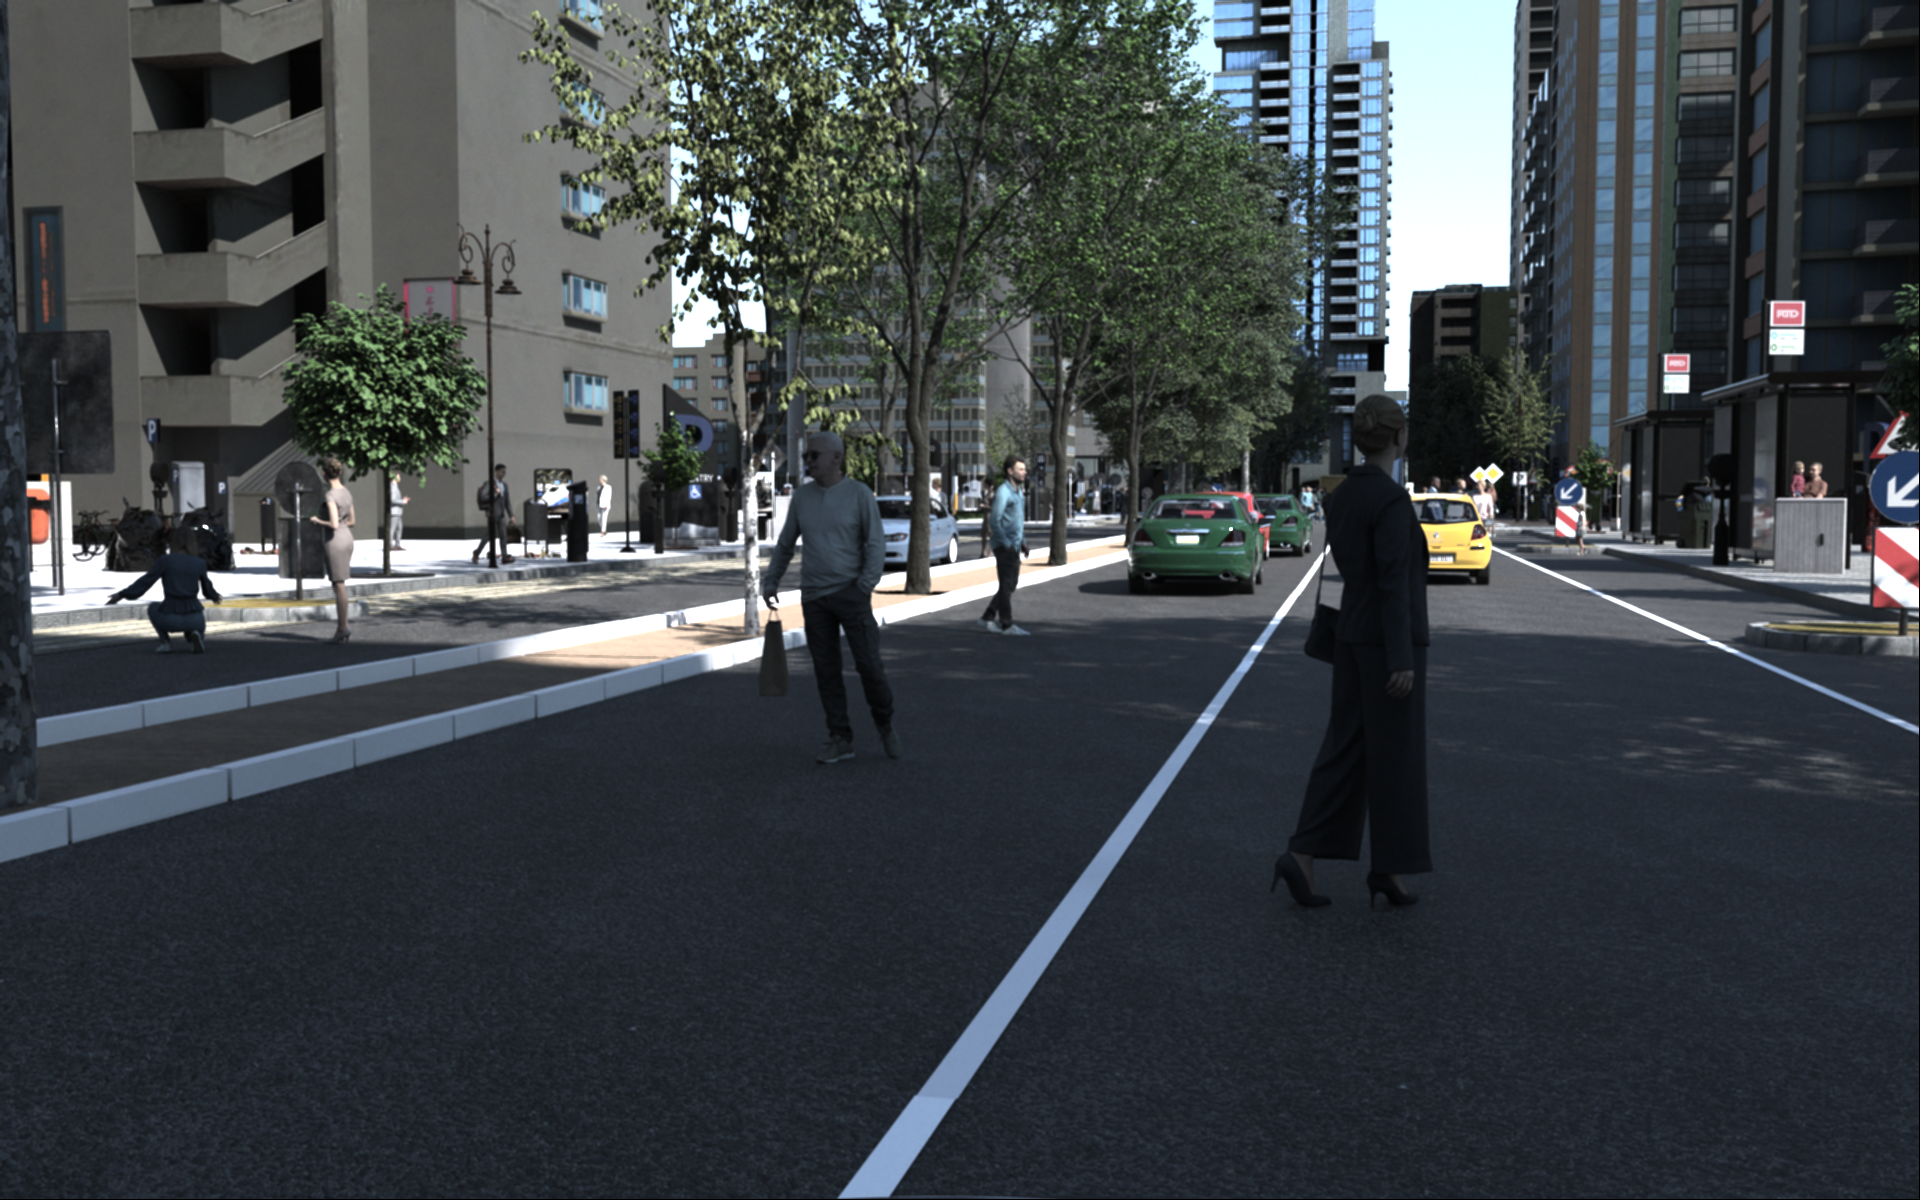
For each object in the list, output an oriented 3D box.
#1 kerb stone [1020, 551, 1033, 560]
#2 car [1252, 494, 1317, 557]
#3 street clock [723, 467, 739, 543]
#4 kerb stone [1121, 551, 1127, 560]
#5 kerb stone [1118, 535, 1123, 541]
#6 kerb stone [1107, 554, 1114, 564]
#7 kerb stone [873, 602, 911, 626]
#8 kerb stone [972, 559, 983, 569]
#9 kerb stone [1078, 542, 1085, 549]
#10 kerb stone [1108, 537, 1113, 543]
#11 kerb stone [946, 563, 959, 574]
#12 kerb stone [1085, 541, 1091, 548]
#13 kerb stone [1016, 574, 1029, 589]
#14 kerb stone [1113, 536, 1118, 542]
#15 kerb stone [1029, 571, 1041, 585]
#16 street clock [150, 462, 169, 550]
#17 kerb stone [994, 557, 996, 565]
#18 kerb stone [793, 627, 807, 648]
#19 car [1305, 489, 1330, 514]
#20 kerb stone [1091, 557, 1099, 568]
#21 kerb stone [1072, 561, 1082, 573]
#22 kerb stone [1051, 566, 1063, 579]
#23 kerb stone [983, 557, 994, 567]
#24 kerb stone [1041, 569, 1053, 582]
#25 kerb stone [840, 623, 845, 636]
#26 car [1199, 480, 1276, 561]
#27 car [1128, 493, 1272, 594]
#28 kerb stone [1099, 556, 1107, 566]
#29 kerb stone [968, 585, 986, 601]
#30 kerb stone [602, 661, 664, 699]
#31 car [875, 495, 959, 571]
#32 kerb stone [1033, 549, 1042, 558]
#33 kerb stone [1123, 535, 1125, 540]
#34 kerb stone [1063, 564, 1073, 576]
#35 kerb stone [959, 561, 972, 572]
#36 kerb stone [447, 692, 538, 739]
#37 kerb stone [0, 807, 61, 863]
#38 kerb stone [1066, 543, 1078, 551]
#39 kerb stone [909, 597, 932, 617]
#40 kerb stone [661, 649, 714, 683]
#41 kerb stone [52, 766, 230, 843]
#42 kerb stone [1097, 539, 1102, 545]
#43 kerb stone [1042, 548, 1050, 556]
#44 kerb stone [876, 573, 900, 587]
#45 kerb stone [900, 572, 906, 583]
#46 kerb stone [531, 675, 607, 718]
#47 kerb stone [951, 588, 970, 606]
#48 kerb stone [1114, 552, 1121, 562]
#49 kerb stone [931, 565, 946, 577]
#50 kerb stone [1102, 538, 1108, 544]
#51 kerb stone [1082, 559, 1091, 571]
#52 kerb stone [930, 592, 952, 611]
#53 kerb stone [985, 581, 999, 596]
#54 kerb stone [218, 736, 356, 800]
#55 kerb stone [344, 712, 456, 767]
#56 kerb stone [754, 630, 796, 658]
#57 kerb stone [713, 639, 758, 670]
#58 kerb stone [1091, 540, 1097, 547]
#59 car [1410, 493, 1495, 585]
[{"bbox_3d":[1.402,-0.968,38.016,0.120,0.150,1.000,1,4,13],"label":"kerb stone"},{"bbox_3d":[7.339,-1.792,41.094,2.131,1.459,4.920,1,4,15],"label":"car"},{"bbox_3d":[-6.077,-2.527,45.890,0.358,2.002,0.471,1,4,16],"label":"street clock"},{"bbox_3d":[3.440,-0.937,37.515,0.120,0.150,1.000,1,4,13],"label":"kerb stone"},{"bbox_3d":[4.681,-1.819,51.986,0.120,0.150,1.000,1,4,13],"label":"kerb stone"},{"bbox_3d":[2.972,-0.815,35.524,0.120,0.150,1.000,1,4,13],"label":"kerb stone"},{"bbox_3d":[-0.772,0.161,19.569,0.120,0.150,1.000,1,4,13],"label":"kerb stone"},{"bbox_3d":[0.230,-0.663,33.039,0.120,0.150,1.000,1,4,13],"label":"kerb stone"},{"bbox_3d":[3.038,-1.393,44.989,0.120,0.150,1.000,1,4,13],"label":"kerb stone"},{"bbox_3d":[4.207,-1.691,49.979,0.120,0.150,1.000,1,4,13],"label":"kerb stone"},{"bbox_3d":[-0.239,-0.541,31.049,0.120,0.150,1.000,1,4,13],"label":"kerb stone"},{"bbox_3d":[3.269,-1.455,45.985,0.120,0.150,1.000,1,4,13],"label":"kerb stone"},{"bbox_3d":[0.864,-0.266,26.549,0.120,0.150,1.000,1,4,13],"label":"kerb stone"},{"bbox_3d":[4.443,-1.761,50.985,0.120,0.150,1.000,1,4,13],"label":"kerb stone"},{"bbox_3d":[1.103,-0.327,27.547,0.120,0.150,1.000,1,4,13],"label":"kerb stone"},{"bbox_3d":[-18.230,-2.136,39.493,0.358,2.002,0.471,0,3,0],"label":"street clock"},{"bbox_3d":[0.697,-0.779,35.030,0.120,0.150,1.000,1,4,13],"label":"kerb stone"},{"bbox_3d":[-1.480,0.344,16.572,0.120,0.150,1.000,1,4,13],"label":"kerb stone"},{"bbox_3d":[25.250,-7.009,123.277,2.281,1.827,5.304,1,4,14],"label":"car"},{"bbox_3d":[2.507,-0.693,33.533,0.120,0.150,1.000,1,4,13],"label":"kerb stone"},{"bbox_3d":[2.031,-0.572,31.540,0.120,0.150,1.000,1,4,13],"label":"kerb stone"},{"bbox_3d":[1.562,-0.449,29.541,0.120,0.150,1.000,1,4,13],"label":"kerb stone"},{"bbox_3d":[0.462,-0.720,34.035,0.120,0.150,1.000,1,4,13],"label":"kerb stone"},{"bbox_3d":[1.336,-0.388,28.542,0.120,0.150,1.000,1,4,13],"label":"kerb stone"},{"bbox_3d":[-1.239,0.283,17.568,0.120,0.150,1.000,1,4,13],"label":"kerb stone"},{"bbox_3d":[5.519,-1.667,36.300,2.155,1.783,4.494,1,4,12],"label":"car"},{"bbox_3d":[3.642,-0.889,26.338,2.131,1.459,4.920,1,4,12],"label":"car"},{"bbox_3d":[2.738,-0.754,34.529,0.120,0.150,1.000,1,4,13],"label":"kerb stone"},{"bbox_3d":[0.157,-0.083,23.561,0.120,0.150,1.000,1,4,13],"label":"kerb stone"},{"bbox_3d":[-2.419,0.588,12.579,0.120,0.150,1.000,1,4,13],"label":"kerb stone"},{"bbox_3d":[-1.279,-1.332,33.778,2.014,1.417,4.499,1,4,15],"label":"car"},{"bbox_3d":[1.630,-1.026,39.013,0.120,0.150,1.000,1,4,13],"label":"kerb stone"},{"bbox_3d":[4.919,-1.879,52.993,0.120,0.150,1.000,1,4,13],"label":"kerb stone"},{"bbox_3d":[1.804,-0.510,30.541,0.120,0.150,1.000,1,4,13],"label":"kerb stone"},{"bbox_3d":[-0.002,-0.601,32.043,0.120,0.150,1.000,1,4,13],"label":"kerb stone"},{"bbox_3d":[-2.888,0.713,10.590,0.120,0.150,1.000,1,4,13],"label":"kerb stone"},{"bbox_3d":[-3.818,0.954,6.605,0.120,0.150,1.000,1,4,13],"label":"kerb stone"},{"bbox_3d":[2.800,-1.333,43.995,0.120,0.150,1.000,1,4,13],"label":"kerb stone"},{"bbox_3d":[-0.544,0.102,20.566,0.120,0.150,1.000,1,4,13],"label":"kerb stone"},{"bbox_3d":[-2.185,0.527,13.578,0.120,0.150,1.000,1,4,13],"label":"kerb stone"},{"bbox_3d":[-3.587,0.893,7.600,0.120,0.150,1.000,1,4,13],"label":"kerb stone"},{"bbox_3d":[3.739,-1.577,47.974,0.120,0.150,1.000,1,4,13],"label":"kerb stone"},{"bbox_3d":[1.874,-1.089,40.005,0.120,0.150,1.000,1,4,13],"label":"kerb stone"},{"bbox_3d":[-1.171,-0.287,27.060,0.120,0.150,1.000,1,4,13],"label":"kerb stone"},{"bbox_3d":[-0.941,-0.359,28.064,0.120,0.150,1.000,1,4,13],"label":"kerb stone"},{"bbox_3d":[-2.648,0.649,11.583,0.120,0.150,1.000,1,4,13],"label":"kerb stone"},{"bbox_3d":[-0.075,-0.022,22.555,0.120,0.150,1.000,1,4,13],"label":"kerb stone"},{"bbox_3d":[3.209,-0.875,36.519,0.120,0.150,1.000,1,4,13],"label":"kerb stone"},{"bbox_3d":[-0.471,-0.481,30.053,0.120,0.150,1.000,1,4,13],"label":"kerb stone"},{"bbox_3d":[3.970,-1.638,48.980,0.120,0.150,1.000,1,4,13],"label":"kerb stone"},{"bbox_3d":[2.270,-0.632,32.534,0.120,0.150,1.000,1,4,13],"label":"kerb stone"},{"bbox_3d":[-0.302,0.039,21.558,0.120,0.150,1.000,1,4,13],"label":"kerb stone"},{"bbox_3d":[0.387,-0.139,24.557,0.120,0.150,1.000,1,4,13],"label":"kerb stone"},{"bbox_3d":[-3.348,0.832,8.598,0.120,0.150,1.000,1,4,13],"label":"kerb stone"},{"bbox_3d":[-3.119,0.771,9.594,0.120,0.150,1.000,1,4,13],"label":"kerb stone"},{"bbox_3d":[-1.718,0.405,15.578,0.120,0.150,1.000,1,4,13],"label":"kerb stone"},{"bbox_3d":[-1.950,0.467,14.572,0.120,0.150,1.000,1,4,13],"label":"kerb stone"},{"bbox_3d":[3.507,-1.516,46.979,0.120,0.150,1.000,1,4,13],"label":"kerb stone"},{"bbox_3d":[7.919,-1.146,28.953,2.015,1.641,3.980,1,4,14],"label":"car"}]
